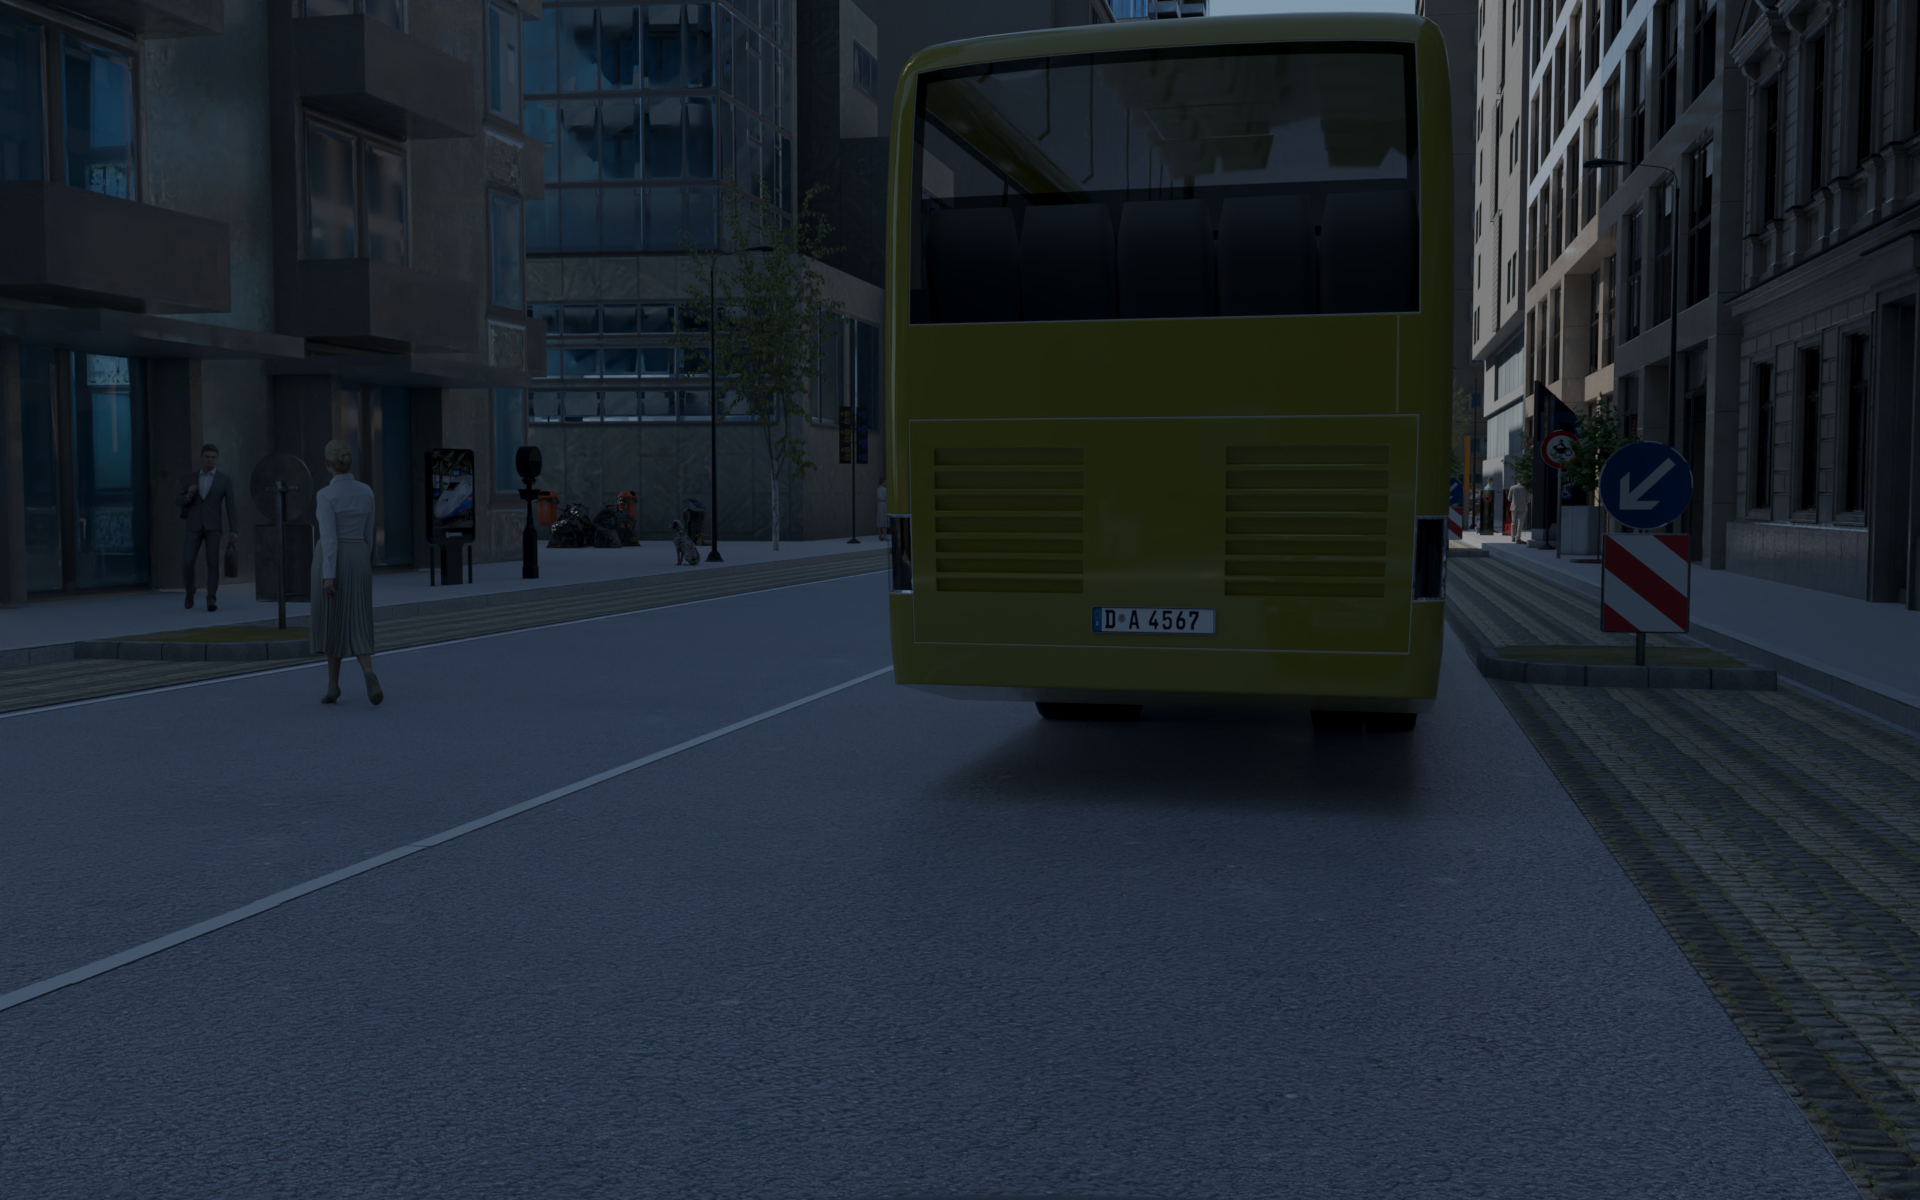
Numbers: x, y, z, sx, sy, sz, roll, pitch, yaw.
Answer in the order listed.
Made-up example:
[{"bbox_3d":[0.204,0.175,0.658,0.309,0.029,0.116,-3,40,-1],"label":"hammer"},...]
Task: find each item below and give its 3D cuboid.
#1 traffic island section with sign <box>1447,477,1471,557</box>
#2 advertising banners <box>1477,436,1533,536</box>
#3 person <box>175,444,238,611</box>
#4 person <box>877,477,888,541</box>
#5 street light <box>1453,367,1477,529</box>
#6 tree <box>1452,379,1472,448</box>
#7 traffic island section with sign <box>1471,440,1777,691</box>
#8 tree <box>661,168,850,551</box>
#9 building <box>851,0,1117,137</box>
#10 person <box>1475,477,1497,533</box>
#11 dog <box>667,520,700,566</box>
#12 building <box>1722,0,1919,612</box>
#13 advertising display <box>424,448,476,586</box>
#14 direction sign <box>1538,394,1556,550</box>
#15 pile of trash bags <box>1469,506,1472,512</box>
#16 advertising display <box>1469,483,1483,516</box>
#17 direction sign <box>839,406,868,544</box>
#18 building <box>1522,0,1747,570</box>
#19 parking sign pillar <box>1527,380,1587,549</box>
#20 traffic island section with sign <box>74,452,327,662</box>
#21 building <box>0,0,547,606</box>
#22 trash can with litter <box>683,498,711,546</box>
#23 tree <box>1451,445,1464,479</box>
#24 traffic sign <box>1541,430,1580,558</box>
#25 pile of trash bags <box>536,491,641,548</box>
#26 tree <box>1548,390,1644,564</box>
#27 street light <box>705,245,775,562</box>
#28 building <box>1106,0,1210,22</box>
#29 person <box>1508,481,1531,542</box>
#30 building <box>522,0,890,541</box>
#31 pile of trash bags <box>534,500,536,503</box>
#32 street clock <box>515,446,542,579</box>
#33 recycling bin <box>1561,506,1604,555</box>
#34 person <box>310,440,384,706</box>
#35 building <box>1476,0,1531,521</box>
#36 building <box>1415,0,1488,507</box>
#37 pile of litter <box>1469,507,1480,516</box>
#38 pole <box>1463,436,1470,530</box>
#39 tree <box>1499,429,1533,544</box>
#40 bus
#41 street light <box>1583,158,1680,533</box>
[{"bbox_3d":[11.107,-1.915,39.933,1.989,1.847,2.006,1,4,13],"label":"traffic island section with sign"},{"bbox_3d":[16.868,-3.483,53.138,2.074,3.025,0.090,3,5,43],"label":"advertising banners"},{"bbox_3d":[-8.317,-0.802,19.124,0.622,1.834,0.822,-2,4,-27],"label":"person"},{"bbox_3d":[-2.012,-2.485,47.240,0.524,1.755,0.480,-3,5,-40],"label":"person"},{"bbox_3d":[18.162,-5.531,62.977,1.470,5.913,1.316,1,4,13],"label":"street light"},{"bbox_3d":[30.621,-9.802,110.623,4.737,8.622,4.395,0,3,0],"label":"tree"},{"bbox_3d":[5.152,-0.307,13.642,1.989,1.847,2.006,1,4,13],"label":"traffic island section with sign"},{"bbox_3d":[-4.313,-5.413,38.871,4.737,8.622,4.395,0,3,0],"label":"tree"},{"bbox_3d":[1.209,-18.038,88.434,14.314,27.812,24.014,1,4,13],"label":"building"},{"bbox_3d":[17.501,-3.154,57.479,0.748,1.841,0.638,1,4,20],"label":"person"},{"bbox_3d":[-4.891,-1.018,31.025,0.513,0.831,0.800,-2,4,-27],"label":"dog"},{"bbox_3d":[15.266,-9.395,18.239,10.561,19.102,19.286,1,4,13],"label":"building"},{"bbox_3d":[-7.179,-1.175,24.419,0.123,1.923,0.974,1,4,21],"label":"advertising display"},{"bbox_3d":[13.535,-2.926,39.835,0.379,3.537,0.876,0,4,4],"label":"direction sign"},{"bbox_3d":[34.999,-6.408,114.522,3.447,1.369,1.912,1,4,22],"label":"pile of trash bags"},{"bbox_3d":[30.409,-5.926,102.102,0.974,1.923,0.123,-1,4,-14],"label":"advertising display"},{"bbox_3d":[-2.757,-3.236,44.902,0.876,3.537,0.379,-3,4,-37],"label":"direction sign"},{"bbox_3d":[25.828,-14.584,42.971,19.350,26.468,34.151,1,4,13],"label":"building"},{"bbox_3d":[14.275,-3.224,41.192,1.447,3.967,1.447,-1,4,-22],"label":"parking sign pillar"},{"bbox_3d":[-6.499,-0.433,15.701,1.989,1.847,2.006,1,4,13],"label":"traffic island section with sign"},{"bbox_3d":[-20.475,-24.585,21.577,23.786,49.044,30.456,1,4,13],"label":"building"},{"bbox_3d":[-6.456,-1.945,43.181,0.624,1.170,1.055,-3,5,-41],"label":"trash can with litter"},{"bbox_3d":[27.282,-7.073,99.350,4.285,4.588,4.351,0,3,0],"label":"tree"},{"bbox_3d":[11.940,-2.102,34.470,0.768,2.556,0.104,1,4,14],"label":"traffic sign"},{"bbox_3d":[-8.715,-2.003,42.501,1.912,1.369,3.447,1,4,11],"label":"pile of trash bags"},{"bbox_3d":[11.795,-2.303,32.263,1.663,3.219,1.824,0,3,0],"label":"tree"},{"bbox_3d":[-4.133,-3.671,32.554,1.470,5.913,1.316,1,4,13],"label":"street light"},{"bbox_3d":[13.346,-52.068,163.976,22.319,86.520,31.000,1,4,13],"label":"building"},{"bbox_3d":[14.979,-2.450,46.308,0.606,1.804,0.583,2,4,29],"label":"person"},{"bbox_3d":[-15.621,-45.543,57.308,31.000,86.520,22.319,1,4,13],"label":"building"},{"bbox_3d":[-12.093,-2.163,45.119,3.447,1.369,1.912,0,4,7],"label":"pile of trash bags"},{"bbox_3d":[-6.516,-1.324,26.223,0.358,2.002,0.471,1,4,10],"label":"street clock"},{"bbox_3d":[13.124,-1.472,36.623,0.722,1.027,0.722,-3,5,-43],"label":"recycling bin"},{"bbox_3d":[-4.131,-0.183,11.718,0.478,1.798,0.641,-3,5,-44],"label":"person"},{"bbox_3d":[37.884,-29.918,78.405,27.495,52.752,28.713,1,4,13],"label":"building"},{"bbox_3d":[43.638,-30.583,123.735,21.300,48.544,21.600,1,4,13],"label":"building"},{"bbox_3d":[30.887,-5.483,103.612,1.176,0.858,1.719,3,5,42],"label":"pile of litter"},{"bbox_3d":[17.823,-4.105,60.962,0.158,3.312,0.155,0,3,0],"label":"pole"},{"bbox_3d":[14.897,-3.049,44.447,1.663,3.219,1.824,0,3,0],"label":"tree"},{"bbox_3d":[2.362,-1.343,13.511,2.896,3.916,12.252,1,4,14],"label":"bus"},{"bbox_3d":[9.314,-3.149,24.029,1.470,5.913,1.316,1,4,13],"label":"street light"}]
